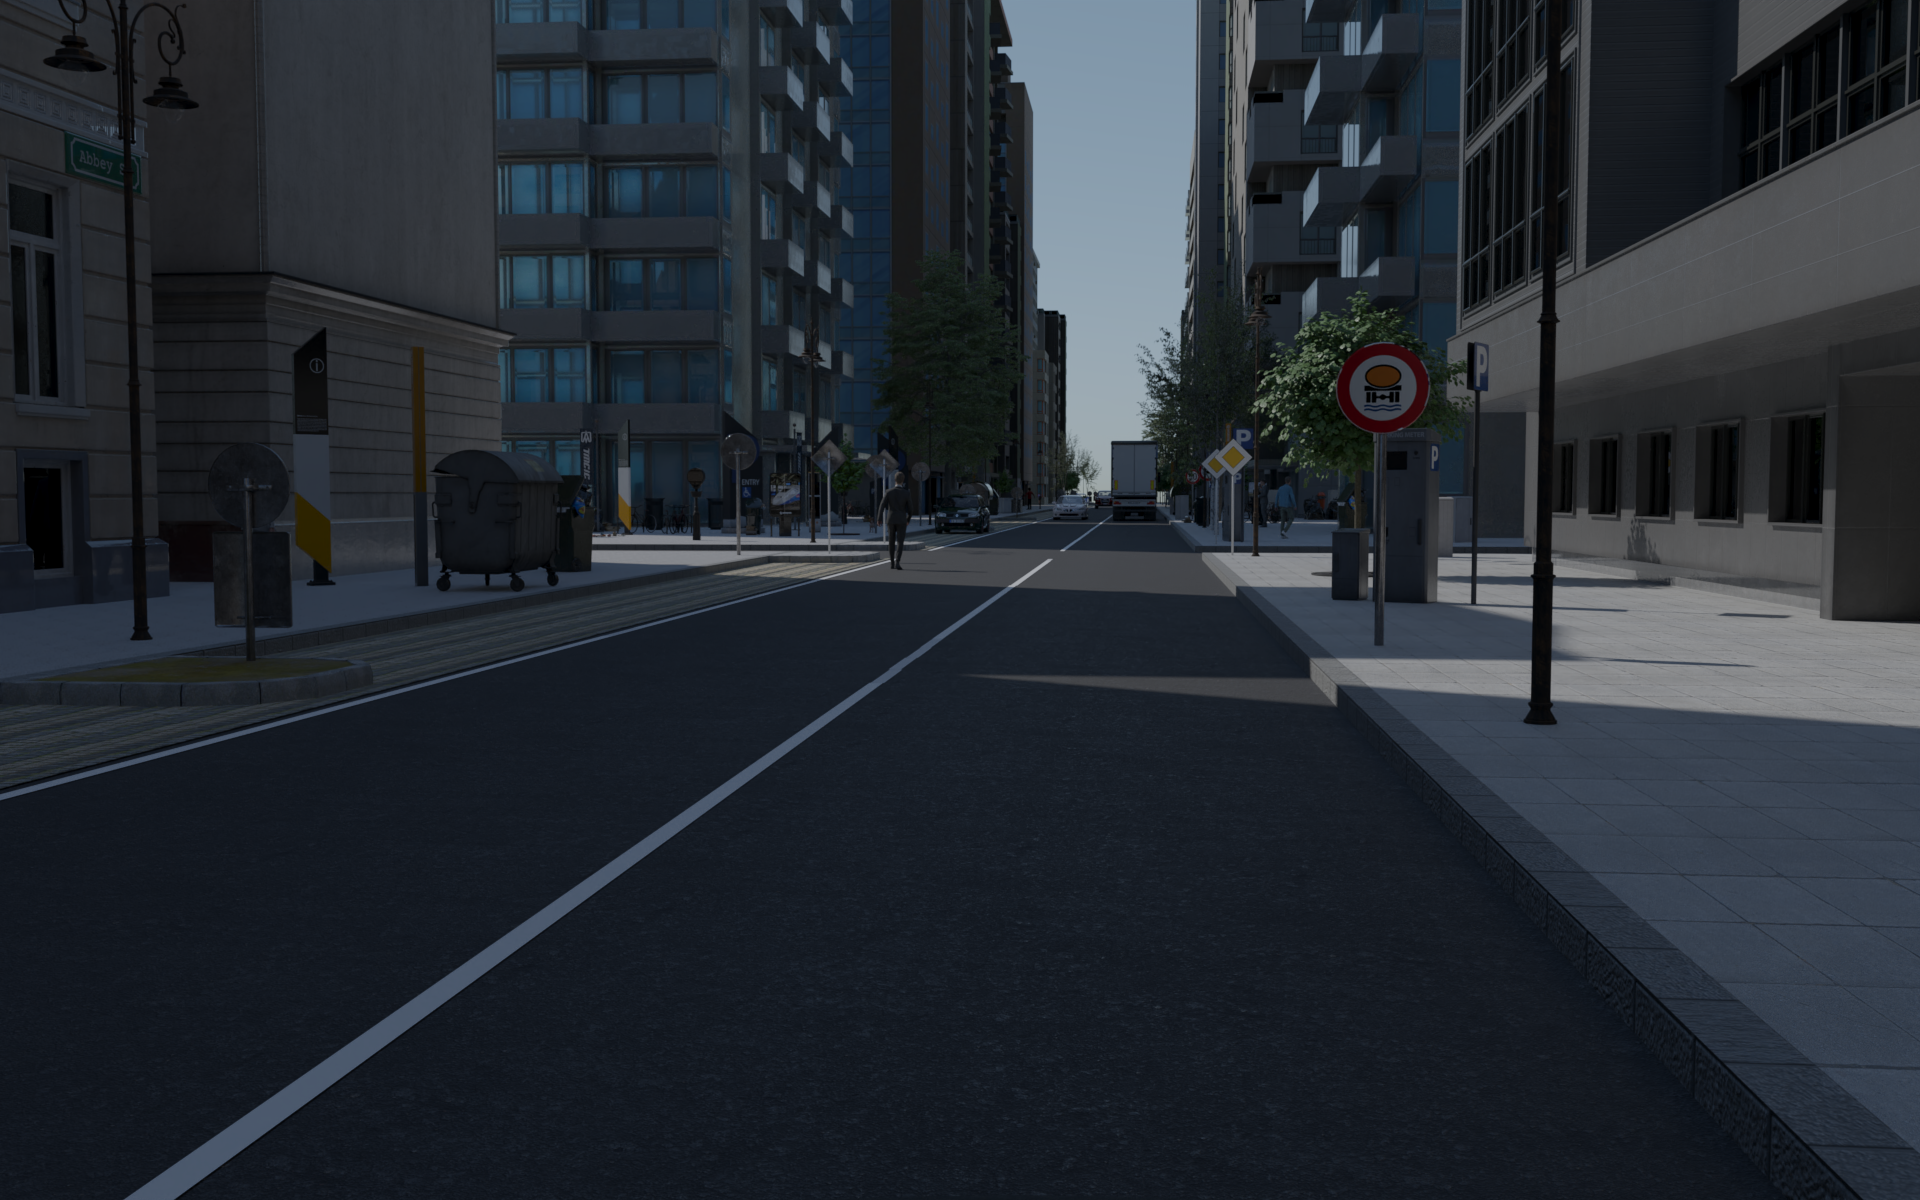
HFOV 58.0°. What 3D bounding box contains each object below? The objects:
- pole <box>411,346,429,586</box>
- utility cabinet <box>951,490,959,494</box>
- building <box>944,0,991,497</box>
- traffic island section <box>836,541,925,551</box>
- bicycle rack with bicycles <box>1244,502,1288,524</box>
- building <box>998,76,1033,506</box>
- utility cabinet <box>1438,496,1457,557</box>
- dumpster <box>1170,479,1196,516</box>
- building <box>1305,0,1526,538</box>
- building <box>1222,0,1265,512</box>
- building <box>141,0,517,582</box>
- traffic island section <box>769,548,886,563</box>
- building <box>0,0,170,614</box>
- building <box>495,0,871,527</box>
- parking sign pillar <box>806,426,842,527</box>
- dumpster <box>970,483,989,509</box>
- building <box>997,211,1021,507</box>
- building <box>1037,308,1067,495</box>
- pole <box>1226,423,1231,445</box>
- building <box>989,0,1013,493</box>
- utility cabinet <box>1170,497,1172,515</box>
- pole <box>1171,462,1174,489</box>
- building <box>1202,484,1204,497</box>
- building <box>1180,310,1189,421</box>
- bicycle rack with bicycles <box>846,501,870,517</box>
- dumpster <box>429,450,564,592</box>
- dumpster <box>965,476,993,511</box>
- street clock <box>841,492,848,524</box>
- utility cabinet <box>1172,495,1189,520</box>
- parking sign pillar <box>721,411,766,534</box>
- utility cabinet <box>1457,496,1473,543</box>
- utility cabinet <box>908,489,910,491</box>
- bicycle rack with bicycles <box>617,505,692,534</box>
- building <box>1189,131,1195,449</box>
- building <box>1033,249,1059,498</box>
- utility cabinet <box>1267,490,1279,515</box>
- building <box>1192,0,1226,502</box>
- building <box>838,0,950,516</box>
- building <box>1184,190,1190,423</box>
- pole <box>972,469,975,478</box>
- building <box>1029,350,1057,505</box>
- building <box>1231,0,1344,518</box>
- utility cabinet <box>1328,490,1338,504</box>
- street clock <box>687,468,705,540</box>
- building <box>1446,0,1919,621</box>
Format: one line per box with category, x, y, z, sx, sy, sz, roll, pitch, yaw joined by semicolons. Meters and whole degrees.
pole;-7.512;-1.849;24.070;0.158;3.312;0.155;0;3;0
utility cabinet;-0.065;-4.640;84.550;1.173;1.500;0.318;2;4;28
building;-5.353;-27.155;127.574;14.154;41.232;14.086;0;4;6
traffic island section;-2.008;-1.398;45.145;2.009;0.180;2.903;0;4;6
bicycle rack with bicycles;13.370;-3.849;76.312;2.925;0.926;2.852;-2;4;-24
building;0.480;-32.771;185.920;14.600;45.320;14.200;0;4;6
utility cabinet;9.534;-1.481;35.382;1.020;1.237;0.306;0;4;5
dumpster;13.309;-6.163;103.260;1.502;2.255;1.985;0;4;6
building;27.039;-26.777;57.416;30.456;49.044;23.786;0;4;6
building;26.788;-27.278;129.595;14.154;41.232;14.086;0;4;6
building;-18.427;-10.123;30.142;19.286;19.102;10.561;0;4;6
traffic island section;-2.842;-0.913;37.204;2.009;0.180;2.903;0;4;6
building;-17.126;-13.821;11.882;13.634;28.700;20.117;0;4;6
building;-17.203;-28.086;78.808;23.786;49.044;30.456;0;4;6
parking sign pillar;-5.397;-4.902;68.626;1.447;3.967;1.447;3;4;36
dumpster;0.843;-5.194;90.681;1.264;1.857;1.865;0;4;6
building;-1.417;-24.506;172.367;14.160;30.474;14.107;0;4;6
building;9.192;-30.381;268.437;14.160;30.474;14.107;0;4;6
pole;7.755;-3.443;50.133;0.158;3.312;0.155;0;3;0
building;-7.005;-30.302;150.062;22.147;44.769;28.867;0;4;6
utility cabinet;13.343;-5.912;107.829;0.306;1.237;1.020;-1;4;-11
pole;13.456;-7.087;109.713;0.158;3.312;0.155;0;3;0
building;37.328;-27.939;148.679;32.217;40.220;23.993;0;4;6
building;41.229;-30.444;269.454;14.160;30.474;14.107;0;4;6
bicycle rack with bicycles;-6.183;-5.068;96.249;2.925;0.926;2.852;-2;4;-28
dumpster;-6.243;-1.079;23.403;1.264;1.857;1.865;0;4;6
dumpster;0.940;-5.524;92.817;1.502;2.255;1.985;0;4;6
street clock;-4.916;-4.221;73.584;0.471;2.002;0.358;-3;5;-40
utility cabinet;11.137;-4.636;86.962;0.306;1.237;1.020;2;4;31
parking sign pillar;-7.094;-4.166;56.581;1.447;3.967;1.447;-3;5;-41
utility cabinet;13.364;-2.135;46.066;1.020;1.237;0.306;-3;5;-42
utility cabinet;-2.811;-4.173;76.903;1.173;1.500;0.318;0;4;-3
bicycle rack with bicycles;-9.795;-2.650;56.713;2.852;0.926;2.925;1;4;19
building;39.911;-36.399;218.831;21.300;48.544;21.600;0;4;6
building;-1.492;-34.125;249.824;32.217;40.220;23.993;0;4;6
utility cabinet;16.342;-5.047;91.200;1.173;1.500;0.318;-2;4;-30
building;34.275;-38.720;175.065;21.231;58.520;28.212;0;4;6
building;-8.266;-28.031;108.424;14.600;45.320;14.200;0;4;6
building;43.152;-38.283;245.527;23.786;49.044;30.456;0;4;6
pole;0.892;-7.156;110.842;0.158;3.312;0.155;0;3;0
building;-2.077;-23.159;223.695;27.650;21.520;28.899;0;4;6
building;30.360;-31.399;102.617;28.713;52.752;27.495;0;4;6
utility cabinet;19.766;-4.990;90.270;1.173;1.500;0.318;-1;4;-13
street clock;-7.298;-2.653;47.951;0.471;2.002;0.358;0;4;6
building;14.611;-12.095;16.823;14.314;24.678;30.058;0;4;6
